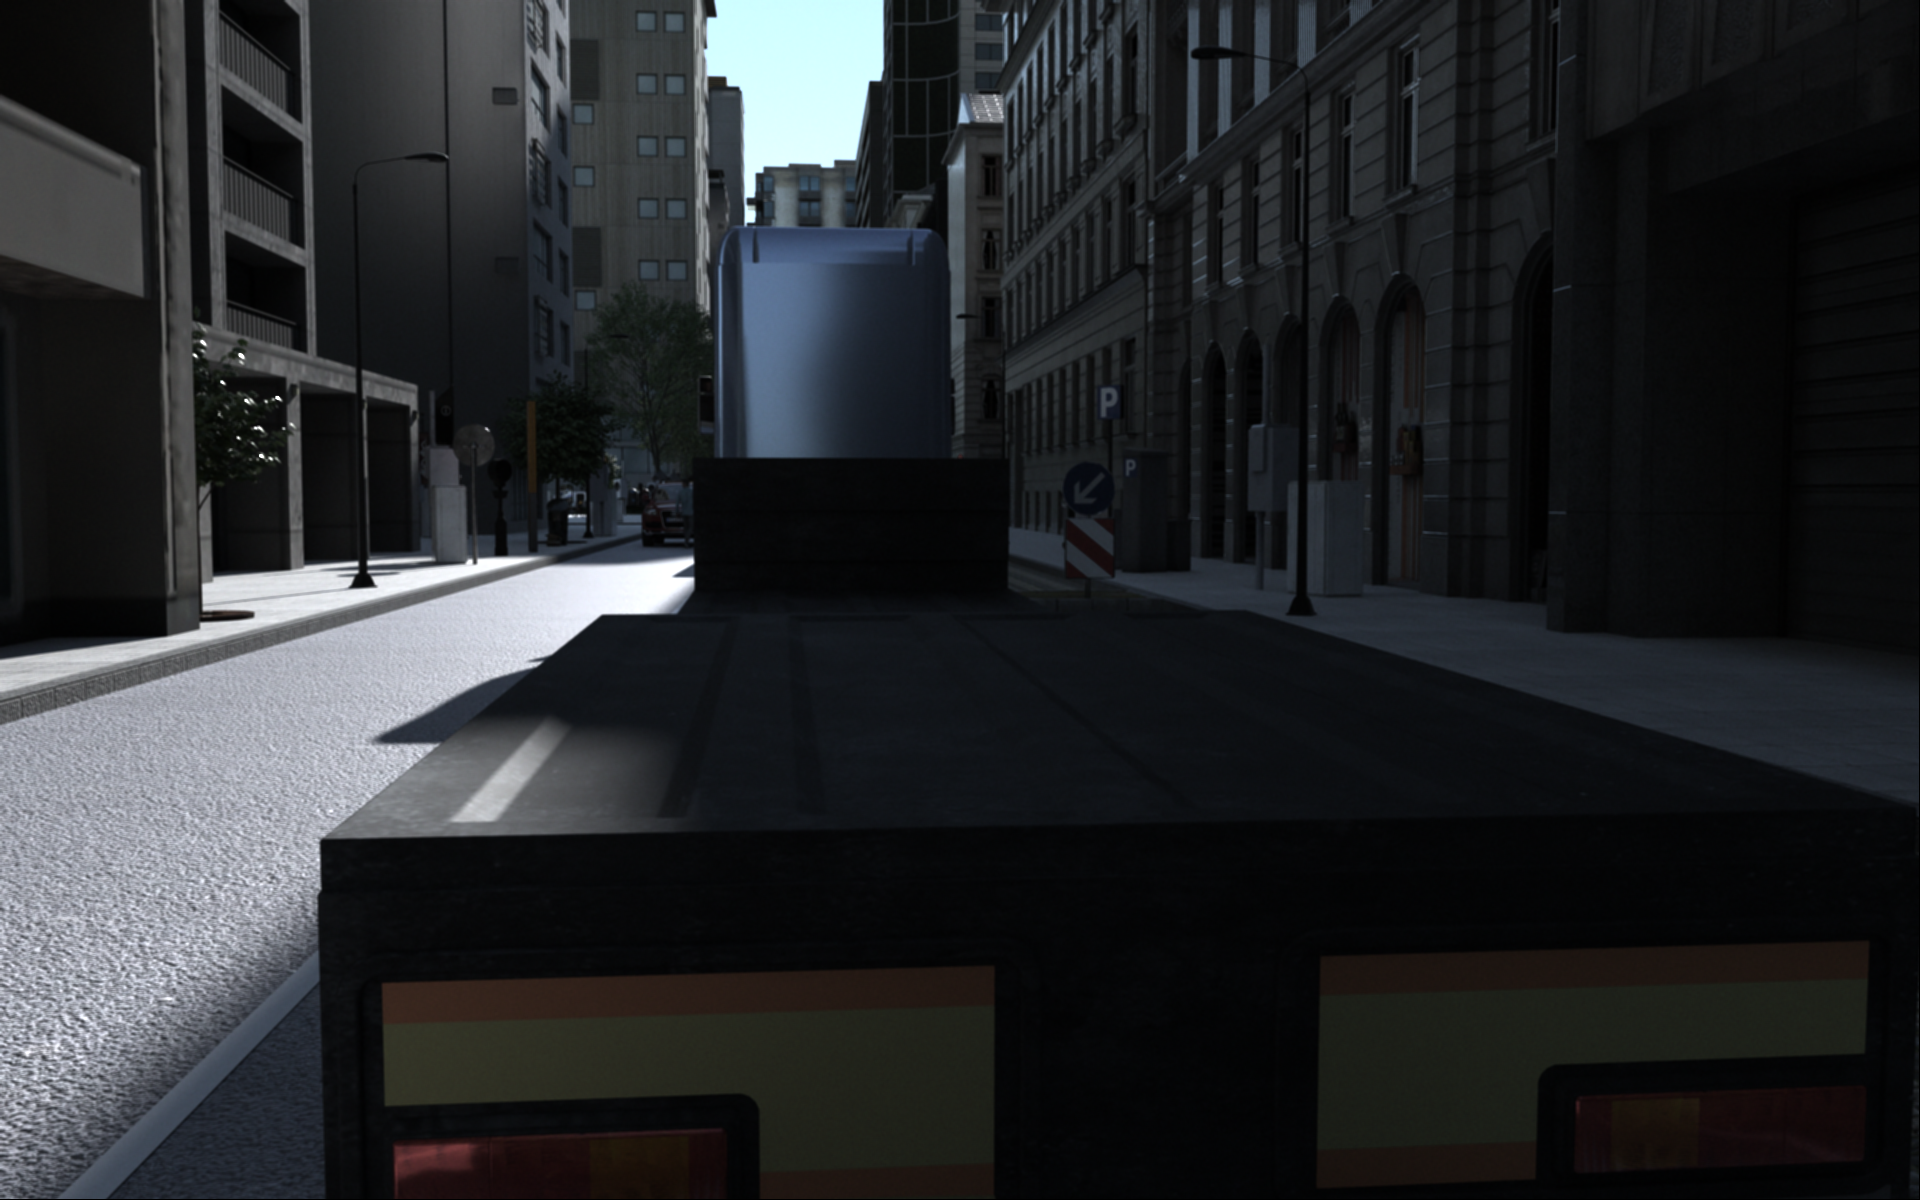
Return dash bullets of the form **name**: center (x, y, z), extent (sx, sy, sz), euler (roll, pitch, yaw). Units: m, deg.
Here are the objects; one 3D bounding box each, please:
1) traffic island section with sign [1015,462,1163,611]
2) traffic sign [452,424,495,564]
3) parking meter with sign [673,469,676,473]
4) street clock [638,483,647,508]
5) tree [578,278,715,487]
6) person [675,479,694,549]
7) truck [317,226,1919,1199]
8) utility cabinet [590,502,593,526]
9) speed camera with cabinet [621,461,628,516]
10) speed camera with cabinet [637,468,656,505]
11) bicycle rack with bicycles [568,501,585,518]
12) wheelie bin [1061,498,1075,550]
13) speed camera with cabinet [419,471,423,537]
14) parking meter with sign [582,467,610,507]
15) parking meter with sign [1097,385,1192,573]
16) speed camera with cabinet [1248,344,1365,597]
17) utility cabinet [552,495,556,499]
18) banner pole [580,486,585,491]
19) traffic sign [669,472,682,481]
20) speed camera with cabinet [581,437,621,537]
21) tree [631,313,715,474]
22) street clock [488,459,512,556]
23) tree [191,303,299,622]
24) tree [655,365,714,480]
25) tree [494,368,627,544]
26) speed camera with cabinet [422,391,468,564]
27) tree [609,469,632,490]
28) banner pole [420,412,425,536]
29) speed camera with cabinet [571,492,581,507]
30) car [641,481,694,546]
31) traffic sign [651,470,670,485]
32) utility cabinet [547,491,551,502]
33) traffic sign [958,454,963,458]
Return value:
- **traffic island section with sign**: center (1.399, -0.812, 21.912), extent (1.989, 1.847, 2.006), euler (0, 4, -5)
- **traffic sign**: center (-8.849, -1.922, 31.529), extent (0.768, 2.556, 0.104), euler (0, 4, -1)
- **parking meter with sign**: center (-19.099, -7.625, 120.925), extent (1.738, 3.016, 0.543), euler (0, 4, -1)
- **street clock**: center (-21.208, -6.756, 115.038), extent (0.358, 2.002, 0.471), euler (0, 4, 1)
- **tree**: center (-14.971, -9.731, 84.851), extent (9.928, 11.665, 9.643), euler (0, 3, 0)
- **person**: center (-7.238, -2.286, 45.739), extent (0.638, 1.841, 0.748), euler (1, 4, 18)
- **truck**: center (-0.674, -1.347, 11.787), extent (2.967, 4.110, 18.799), euler (0, 4, -6)
- **utility cabinet**: center (-14.696, -3.587, 69.813), extent (0.306, 1.237, 1.020), euler (-2, 4, -25)
- **speed camera with cabinet**: center (-20.450, -6.612, 102.436), extent (2.038, 3.252, 0.660), euler (3, 5, 45)
- **speed camera with cabinet**: center (-24.176, -8.439, 132.315), extent (2.038, 3.252, 0.660), euler (0, 4, 5)
- **bicycle rack with bicycles**: center (-22.157, -5.003, 95.176), extent (2.852, 0.926, 2.925), euler (-2, 4, -32)
- **wheelie bin**: center (2.671, -1.915, 39.217), extent (0.693, 1.594, 0.980), euler (-1, 4, -9)
- **speed camera with cabinet**: center (-15.665, -3.453, 50.797), extent (0.660, 3.252, 2.038), euler (2, 4, 28)
- **parking meter with sign**: center (-23.718, -7.127, 112.782), extent (1.738, 3.016, 0.543), euler (0, 4, 3)
- **parking meter with sign**: center (3.056, -1.963, 28.348), extent (1.738, 3.016, 0.543), euler (-3, 4, -39)
- **speed camera with cabinet**: center (4.456, -1.716, 22.386), extent (0.660, 3.252, 2.038), euler (-1, 4, -19)
- **utility cabinet**: center (-29.018, -7.002, 125.643), extent (1.020, 1.237, 0.306), euler (0, 4, 7)
- **banner pole**: center (-30.463, -9.179, 140.090), extent (0.401, 3.779, 0.863), euler (2, 4, 28)
- **traffic sign**: center (-12.985, -4.590, 78.695), extent (0.795, 2.450, 0.064), euler (0, 4, -5)
- **speed camera with cabinet**: center (-10.850, -3.548, 52.353), extent (0.660, 3.252, 2.038), euler (0, 4, -1)
- **tree**: center (-16.713, -11.657, 108.723), extent (7.486, 12.596, 7.792), euler (0, 3, 0)
- **street clock**: center (-9.505, -1.912, 35.831), extent (0.358, 2.002, 0.471), euler (2, 4, 33)
- **tree**: center (-7.773, -1.408, 17.627), extent (1.663, 3.219, 1.824), euler (0, 3, 0)
- **tree**: center (-15.588, -9.104, 99.215), extent (4.737, 8.622, 4.395), euler (0, 3, 0)
- **tree**: center (-10.460, -3.774, 45.414), extent (4.285, 4.588, 4.351), euler (0, 3, 0)
- **speed camera with cabinet**: center (-9.675, -2.342, 32.622), extent (0.660, 3.252, 2.038), euler (-1, 4, -21)
- **tree**: center (-26.521, -8.631, 135.719), extent (1.663, 3.219, 1.824), euler (0, 3, 0)
- **banner pole**: center (-16.534, -3.829, 52.622), extent (0.863, 3.779, 0.401), euler (-2, 4, -35)
- **speed camera with cabinet**: center (-27.493, -8.120, 127.091), extent (2.038, 3.252, 0.660), euler (-3, 5, -41)
- **car**: center (-7.821, -2.474, 49.116), extent (2.281, 1.827, 5.304), euler (0, 4, -5)
- **traffic sign**: center (-12.233, -4.104, 70.746), extent (0.795, 2.450, 0.064), euler (0, 4, -5)
- **utility cabinet**: center (-30.616, -7.251, 127.233), extent (1.173, 1.500, 0.318), euler (1, 4, 10)
- **traffic sign**: center (0.013, -3.427, 56.029), extent (0.884, 2.594, 0.081), euler (0, 4, -2)
